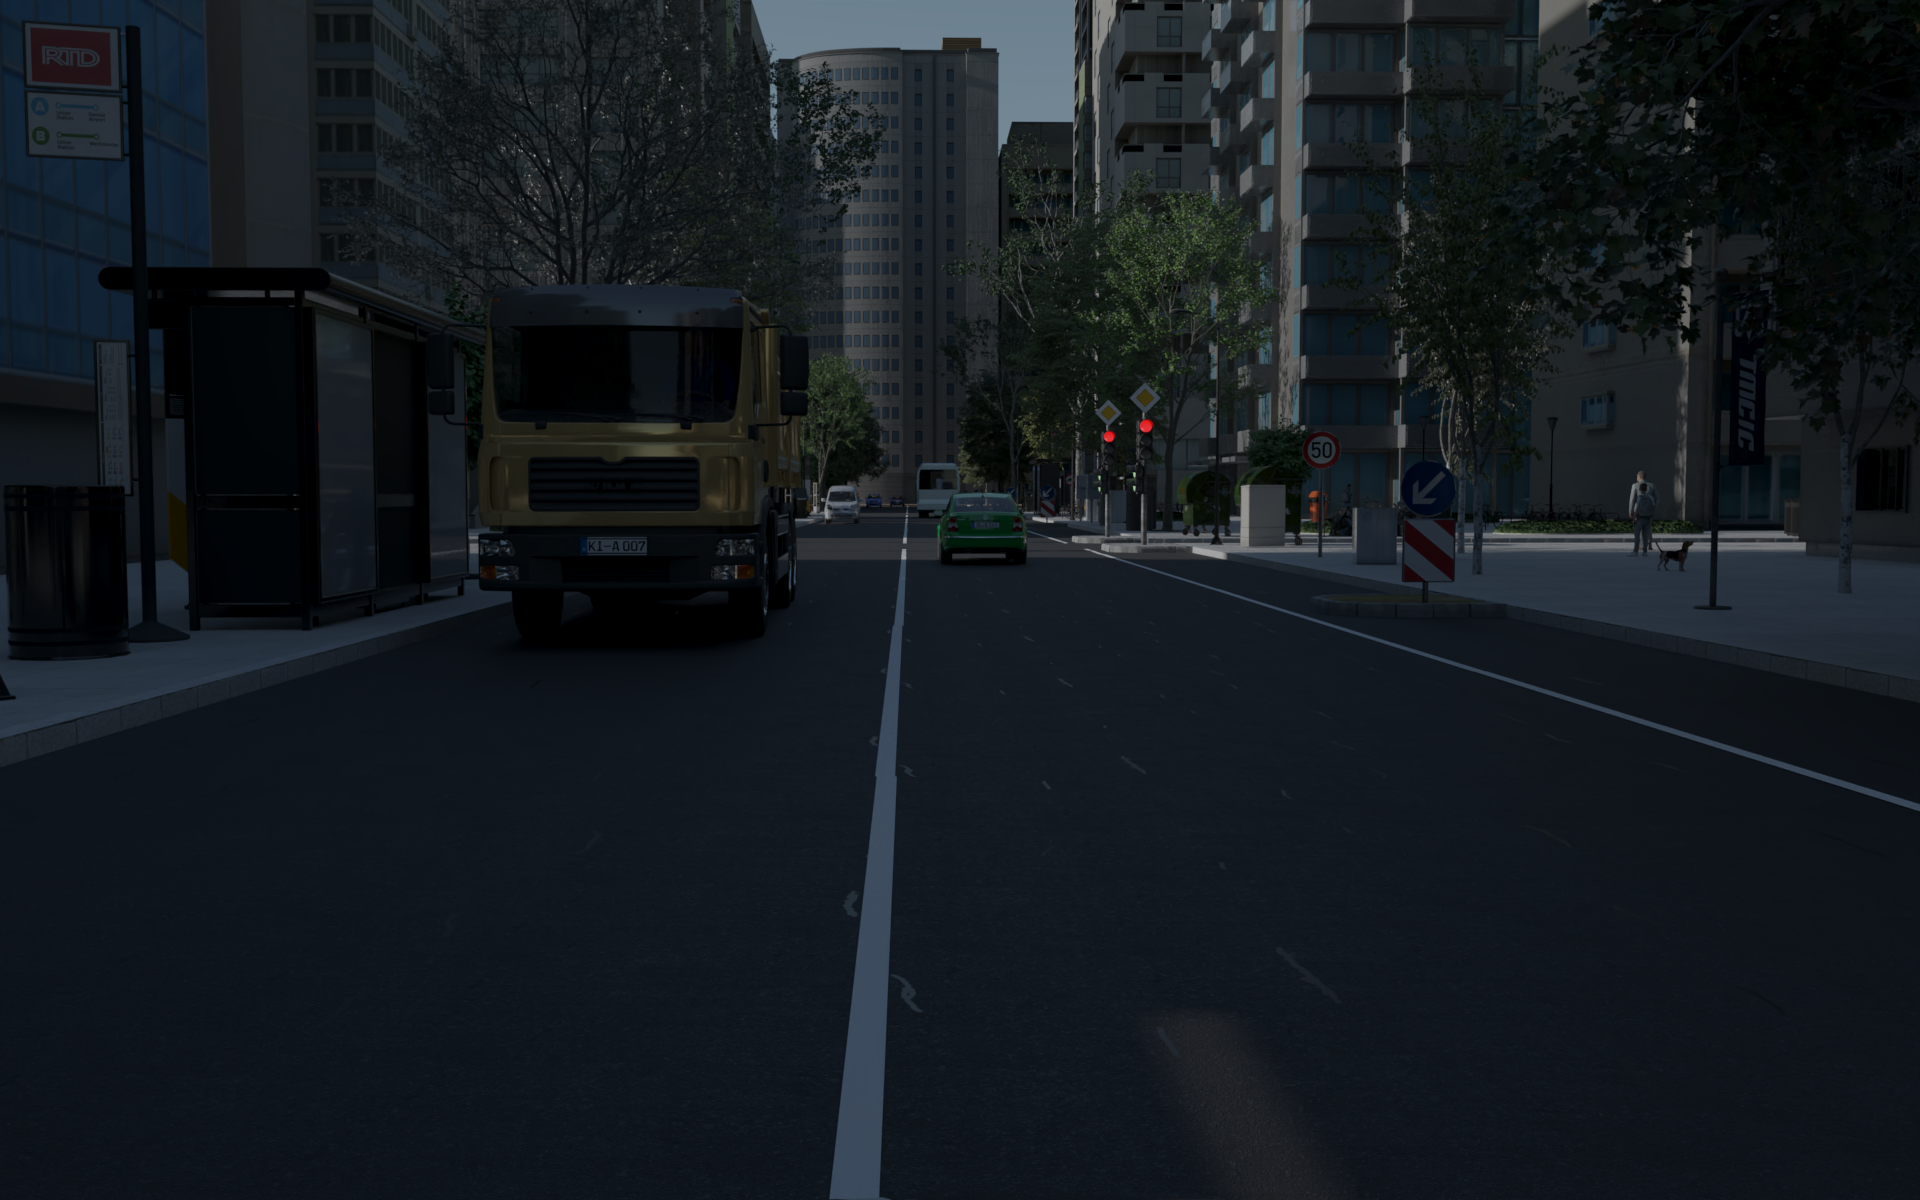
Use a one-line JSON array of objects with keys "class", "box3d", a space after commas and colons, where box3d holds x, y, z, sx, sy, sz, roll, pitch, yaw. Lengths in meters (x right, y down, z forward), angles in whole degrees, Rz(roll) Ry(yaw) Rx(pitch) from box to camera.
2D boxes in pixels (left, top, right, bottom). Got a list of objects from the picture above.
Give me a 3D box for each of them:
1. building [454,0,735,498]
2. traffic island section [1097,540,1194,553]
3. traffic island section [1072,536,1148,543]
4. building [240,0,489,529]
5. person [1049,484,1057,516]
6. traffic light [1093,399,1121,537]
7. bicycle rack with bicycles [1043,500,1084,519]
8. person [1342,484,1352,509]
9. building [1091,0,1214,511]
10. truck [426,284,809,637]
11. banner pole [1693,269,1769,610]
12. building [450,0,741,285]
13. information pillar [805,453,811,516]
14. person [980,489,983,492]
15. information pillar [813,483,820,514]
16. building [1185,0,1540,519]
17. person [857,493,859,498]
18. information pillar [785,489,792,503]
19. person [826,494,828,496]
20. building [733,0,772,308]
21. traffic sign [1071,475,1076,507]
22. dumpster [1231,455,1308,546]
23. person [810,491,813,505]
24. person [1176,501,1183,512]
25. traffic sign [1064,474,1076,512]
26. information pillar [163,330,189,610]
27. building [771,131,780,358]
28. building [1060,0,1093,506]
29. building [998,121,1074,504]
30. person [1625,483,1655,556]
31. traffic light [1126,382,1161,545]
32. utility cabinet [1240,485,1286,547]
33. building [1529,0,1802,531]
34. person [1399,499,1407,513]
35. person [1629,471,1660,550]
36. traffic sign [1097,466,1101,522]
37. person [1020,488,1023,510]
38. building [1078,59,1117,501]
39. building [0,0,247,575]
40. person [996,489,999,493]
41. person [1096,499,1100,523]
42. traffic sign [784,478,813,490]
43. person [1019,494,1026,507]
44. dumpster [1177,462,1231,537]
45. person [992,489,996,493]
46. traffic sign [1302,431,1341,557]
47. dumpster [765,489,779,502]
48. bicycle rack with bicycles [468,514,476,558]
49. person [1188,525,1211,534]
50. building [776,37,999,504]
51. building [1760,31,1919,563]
[{"class": "building", "box3d": [-20.860, -25.566, 101.594, 14.154, 41.232, 14.086, 0, 4, -2]}, {"class": "traffic island section", "box3d": [4.666, -1.312, 43.727, 2.009, 0.180, 2.903, 0, 4, -2]}, {"class": "traffic island section", "box3d": [4.429, -1.800, 51.709, 2.009, 0.180, 2.903, 0, 4, -2]}, {"class": "building", "box3d": [-34.159, -23.066, 69.006, 32.217, 40.220, 23.993, 0, 4, -2]}, {"class": "person", "box3d": [5.302, -5.773, 100.232, 0.655, 1.846, 0.447, 3, 5, 41]}, {"class": "traffic light", "box3d": [4.388, -3.833, 51.594, 0.839, 4.253, 0.868, 0, 4, -2]}, {"class": "bicycle rack with bicycles", "box3d": [5.937, -5.188, 98.199, 2.852, 0.926, 2.925, 1, 4, 10]}, {"class": "person", "box3d": [18.479, -4.670, 82.745, 0.721, 1.781, 0.623, -2, 4, -34]}, {"class": "building", "box3d": [25.816, -34.026, 145.569, 28.713, 52.752, 27.495, 0, 4, -2]}, {"class": "truck", "box3d": [-3.287, -1.442, 19.501, 3.469, 3.379, 9.791, 0, 4, -3]}, {"class": "banner pole", "box3d": [8.506, -1.774, 19.023, 0.401, 3.779, 0.863, -2, 4, -25]}, {"class": "building", "box3d": [-32.119, -33.683, 139.948, 28.713, 52.752, 27.495, 0, 4, -2]}, {"class": "information pillar", "box3d": [-8.792, -6.609, 99.405, 0.504, 3.616, 0.183, -3, 5, -44]}, {"class": "person", "box3d": [1.582, -7.467, 130.684, 0.705, 1.812, 1.348, 1, 4, 19]}, {"class": "information pillar", "box3d": [-9.454, -6.708, 114.167, 0.304, 2.012, 0.304, 3, 5, 40]}, {"class": "building", "box3d": [26.237, -29.342, 99.343, 23.786, 49.044, 30.456, 0, 4, -2]}, {"class": "person", "box3d": [-11.975, -11.871, 203.399, 0.557, 1.426, 1.065, -1, 4, -23]}, {"class": "information pillar", "box3d": [-8.743, -5.134, 88.425, 0.304, 2.012, 0.304, 0, 4, 6]}, {"class": "person", "box3d": [-13.991, -10.461, 177.096, 1.348, 1.822, 0.705, -3, 5, -39]}, {"class": "building", "box3d": [-29.423, -33.087, 164.668, 21.300, 48.544, 21.600, 0, 4, -2]}, {"class": "traffic sign", "box3d": [7.049, -6.712, 109.840, 0.768, 2.556, 0.104, 0, 4, 5]}, {"class": "dumpster", "box3d": [7.841, -2.520, 43.689, 1.502, 2.255, 1.985, 0, 4, -2]}, {"class": "person", "box3d": [-16.810, -11.509, 195.682, 0.415, 1.643, 0.593, -2, 4, -30]}, {"class": "person", "box3d": [13.602, -6.163, 106.996, 0.592, 1.802, 0.473, 0, 4, -7]}, {"class": "traffic sign", "box3d": [6.954, -6.679, 109.300, 0.768, 2.556, 0.104, 0, 4, 7]}, {"class": "information pillar", "box3d": [-8.520, -1.702, 19.183, 0.504, 3.616, 0.183, -3, 5, -40]}, {"class": "building", "box3d": [-26.576, -30.734, 186.092, 14.086, 41.232, 14.154, 0, 4, -2]}, {"class": "building", "box3d": [20.966, -45.581, 183.503, 20.563, 71.187, 20.611, 0, 4, -2]}, {"class": "building", "box3d": [15.449, -37.009, 228.800, 21.600, 48.544, 21.300, 0, 4, -2]}, {"class": "person", "box3d": [14.025, -1.651, 35.639, 0.523, 1.515, 0.503, 3, 5, 40]}, {"class": "traffic light", "box3d": [4.625, -3.345, 43.612, 0.839, 4.253, 0.868, 0, 4, -2]}, {"class": "utility cabinet", "box3d": [7.313, -2.028, 41.838, 1.173, 1.500, 0.318, -2, 4, -33]}, {"class": "building", "box3d": [35.204, -27.253, 69.294, 21.600, 48.544, 21.300, 0, 4, -2]}, {"class": "person", "box3d": [19.729, -4.080, 77.021, 0.475, 1.303, 0.640, 1, 4, 11]}, {"class": "person", "box3d": [15.639, -2.048, 39.623, 0.635, 1.810, 0.391, -1, 4, -9]}, {"class": "traffic sign", "box3d": [6.441, -4.898, 80.090, 0.884, 2.594, 0.081, 0, 4, -1]}, {"class": "person", "box3d": [5.071, -8.271, 141.373, 0.705, 1.812, 1.348, 0, 4, 4]}, {"class": "building", "box3d": [18.243, -29.567, 167.014, 14.154, 41.232, 14.086, 0, 4, -2]}, {"class": "building", "box3d": [-21.955, -23.142, 28.478, 14.200, 45.320, 14.600, 0, 4, -2]}, {"class": "person", "box3d": [4.080, -10.857, 183.416, 0.709, 1.838, 0.599, 2, 4, 27]}, {"class": "person", "box3d": [6.344, -4.133, 77.889, 0.425, 1.301, 0.394, 0, 4, 4]}, {"class": "traffic sign", "box3d": [-10.261, -6.954, 107.568, 2.265, 3.308, 0.079, 0, 4, 5]}, {"class": "person", "box3d": [6.294, -9.952, 169.476, 1.217, 1.743, 0.721, 0, 4, -3]}, {"class": "dumpster", "box3d": [7.507, -3.082, 52.878, 1.502, 2.255, 1.985, 0, 4, -2]}, {"class": "person", "box3d": [3.311, -10.081, 171.536, 0.551, 1.740, 0.621, -1, 4, -16]}, {"class": "traffic sign", "box3d": [7.303, -2.137, 35.050, 0.768, 2.556, 0.104, 0, 4, 7]}, {"class": "dumpster", "box3d": [-8.974, -4.532, 79.853, 1.264, 1.857, 1.865, 0, 4, -2]}, {"class": "bicycle rack with bicycles", "box3d": [-8.314, -1.096, 31.294, 2.852, 0.926, 2.925, -1, 4, -15]}, {"class": "person", "box3d": [7.730, -3.046, 56.236, 0.834, 1.777, 0.661, 2, 4, 30]}, {"class": "building", "box3d": [-9.502, -41.907, 227.172, 28.212, 58.520, 21.231, 0, 4, -2]}, {"class": "building", "box3d": [23.480, -12.340, 20.833, 14.314, 24.678, 30.058, 0, 4, -2]}]
